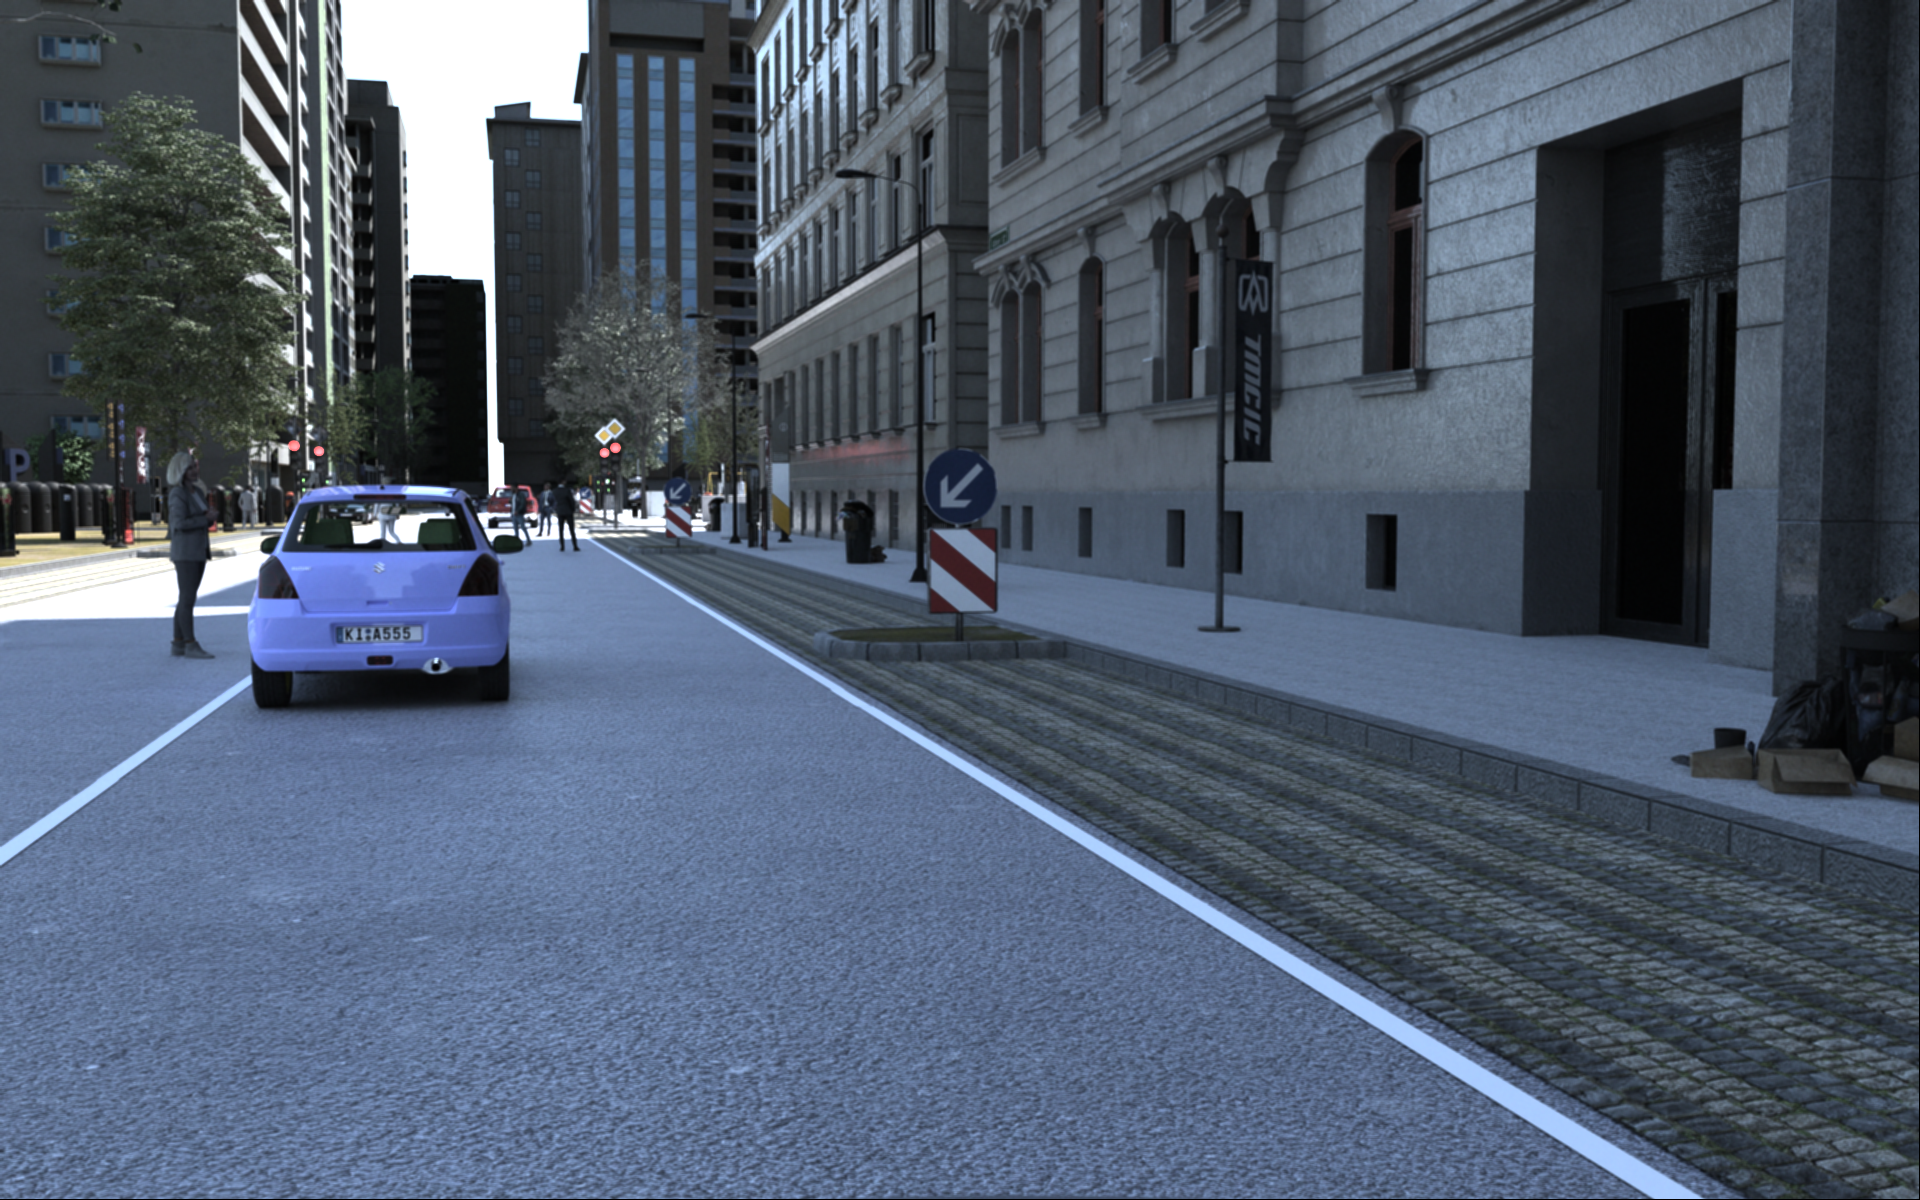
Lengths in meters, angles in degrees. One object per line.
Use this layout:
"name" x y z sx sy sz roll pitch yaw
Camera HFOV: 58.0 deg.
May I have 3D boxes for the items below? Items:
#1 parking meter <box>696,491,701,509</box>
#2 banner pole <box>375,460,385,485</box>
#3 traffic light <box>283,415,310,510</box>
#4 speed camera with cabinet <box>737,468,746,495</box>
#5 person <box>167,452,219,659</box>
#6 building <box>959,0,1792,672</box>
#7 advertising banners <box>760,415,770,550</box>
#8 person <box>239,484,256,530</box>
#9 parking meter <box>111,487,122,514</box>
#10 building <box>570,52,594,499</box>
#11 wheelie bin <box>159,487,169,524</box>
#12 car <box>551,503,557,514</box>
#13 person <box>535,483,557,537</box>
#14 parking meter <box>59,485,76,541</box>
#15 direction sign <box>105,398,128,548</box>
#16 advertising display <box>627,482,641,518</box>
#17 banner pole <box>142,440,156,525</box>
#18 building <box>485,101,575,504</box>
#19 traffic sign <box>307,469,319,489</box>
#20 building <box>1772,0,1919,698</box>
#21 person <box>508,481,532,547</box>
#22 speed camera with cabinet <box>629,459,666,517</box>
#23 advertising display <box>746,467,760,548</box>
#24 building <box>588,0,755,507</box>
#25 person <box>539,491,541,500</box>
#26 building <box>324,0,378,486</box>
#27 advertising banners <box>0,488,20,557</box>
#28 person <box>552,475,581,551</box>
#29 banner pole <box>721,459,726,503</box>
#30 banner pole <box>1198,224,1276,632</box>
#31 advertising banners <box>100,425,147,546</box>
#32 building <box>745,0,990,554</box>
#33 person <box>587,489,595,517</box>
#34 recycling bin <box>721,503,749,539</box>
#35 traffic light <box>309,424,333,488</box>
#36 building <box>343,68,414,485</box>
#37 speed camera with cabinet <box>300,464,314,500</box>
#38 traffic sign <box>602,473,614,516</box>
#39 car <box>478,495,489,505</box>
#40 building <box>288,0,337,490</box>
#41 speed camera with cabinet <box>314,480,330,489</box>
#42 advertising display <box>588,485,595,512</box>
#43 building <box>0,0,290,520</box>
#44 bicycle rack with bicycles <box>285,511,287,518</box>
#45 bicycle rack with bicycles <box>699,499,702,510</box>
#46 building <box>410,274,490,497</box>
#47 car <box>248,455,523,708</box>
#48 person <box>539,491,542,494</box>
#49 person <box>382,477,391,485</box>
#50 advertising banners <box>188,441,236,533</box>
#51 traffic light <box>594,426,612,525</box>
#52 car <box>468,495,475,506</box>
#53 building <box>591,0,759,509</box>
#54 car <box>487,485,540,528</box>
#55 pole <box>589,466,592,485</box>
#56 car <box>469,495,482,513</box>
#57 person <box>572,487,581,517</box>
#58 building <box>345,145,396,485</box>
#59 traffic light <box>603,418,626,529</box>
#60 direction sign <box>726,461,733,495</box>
"parking meter" -22.313 -8.529 147.853 0.372 1.533 0.369 0 3 0
"banner pole" -41.975 -8.274 125.291 0.863 3.779 0.401 0 4 -8
"traffic light" -23.461 -4.422 61.221 0.839 4.253 0.868 -1 4 -14
"speed camera with cabinet" -16.238 -8.358 130.996 0.660 3.252 2.038 2 4 33
"person" -6.740 -0.405 15.300 0.526 1.800 0.537 1 4 9
"building" 9.207 -14.440 23.481 14.401 28.519 23.554 -1 4 -14
"advertising banners" -4.456 -2.651 39.536 0.090 3.025 2.074 -1 4 -10
"person" -26.173 -3.355 63.632 0.678 1.792 0.850 0 4 -7
"parking meter" -28.293 -3.040 58.117 0.372 1.533 0.369 0 3 0
"building" -30.776 -37.773 206.825 28.713 52.752 27.495 -1 4 -14
"wheelie bin" -34.103 -4.100 74.943 0.980 1.594 0.693 -2 4 -28
"car" -29.100 -6.980 126.708 1.945 1.354 3.894 -1 4 -15
"person" -13.934 -3.034 58.292 0.721 1.800 0.419 1 4 9
"parking meter" -24.567 -2.400 47.651 0.372 1.533 0.369 0 3 0
"direction sign" -20.057 -3.010 41.205 0.379 3.537 0.876 0 4 -1
"advertising display" -17.745 -5.464 94.556 0.974 1.923 0.123 2 4 30
"banner pole" -33.157 -4.945 70.862 0.863 3.779 0.401 2 4 23
"building" -51.570 -39.954 242.485 27.495 52.752 28.713 -1 4 -14
"traffic sign" -31.496 -5.182 84.729 0.884 2.594 0.081 -1 4 -8
"building" 13.431 -11.258 2.095 12.078 24.808 19.932 -1 4 -14
"person" -12.054 -2.348 47.236 0.623 1.781 0.721 2 4 32
"speed camera with cabinet" -17.558 -6.293 97.219 2.038 3.252 0.660 -3 5 -41
"advertising display" -4.997 -2.239 41.821 0.123 1.923 0.974 0 4 6
"building" -27.167 -38.869 177.509 21.231 58.520 28.212 -1 4 -14
"person" -43.636 -10.425 179.744 0.721 1.735 1.217 0 4 5
"building" -61.209 -43.354 147.094 20.563 71.187 20.611 -1 4 -14
"advertising banners" -19.543 -2.346 34.543 0.090 3.025 2.074 0 4 8
"person" -9.950 -2.192 43.695 0.648 1.900 0.474 0 4 5
"banner pole" -16.726 -8.108 122.581 0.401 3.779 0.863 1 4 15
"banner pole" 2.632 -1.607 16.295 0.863 3.779 0.401 -2 4 -32
"advertising banners" -21.051 -2.906 43.701 0.090 3.025 2.074 0 4 5
"building" 3.236 -13.270 50.248 16.112 22.955 30.059 -1 4 -14
"person" -20.925 -5.427 98.231 0.512 1.701 0.522 1 4 12
"recycling bin" -6.339 -2.256 49.439 0.722 1.027 0.722 3 4 37
"traffic light" -25.450 -4.895 68.956 0.839 4.253 0.868 -1 4 -14
"building" -74.581 -35.148 198.375 21.600 48.544 21.300 -1 4 -14
"speed camera with cabinet" -42.794 -7.248 112.847 0.660 3.252 2.038 3 4 38
"traffic sign" -20.695 -6.250 102.188 0.884 2.594 0.081 -1 4 -12
"car" -54.615 -11.398 198.929 1.945 1.354 3.894 -1 4 -13
"building" -51.129 -26.589 118.325 14.154 41.232 14.086 -1 4 -14
"speed camera with cabinet" -40.041 -7.069 109.910 2.038 3.252 0.660 3 5 44
"advertising display" -26.011 -7.157 122.230 0.123 1.923 0.974 -2 4 -33
"building" -48.262 -28.655 92.206 21.300 48.544 21.600 -1 4 -14
"bicycle rack with bicycles" -33.960 -4.313 83.893 2.925 0.926 2.852 0 4 8
"bicycle rack with bicycles" -20.658 -7.809 141.063 2.852 0.926 2.925 0 4 -3
"building" -70.227 -28.090 230.977 14.107 30.474 14.160 -1 4 -14
"car" -4.286 -0.213 13.075 1.945 1.707 3.694 -1 4 -16
"person" -46.205 -11.163 191.035 1.348 1.821 0.705 0 4 -8
"person" -13.453 -1.984 40.813 0.818 1.842 0.514 2 4 30
"advertising banners" -24.915 -3.758 57.627 0.090 3.025 2.074 1 4 20
"traffic light" -14.739 -5.064 71.715 0.839 4.253 0.868 -1 4 -14
"car" -32.516 -6.147 112.508 2.014 1.417 4.499 -1 4 -15
"building" -25.536 -30.916 155.594 14.600 45.320 14.200 -1 4 -14
"car" -19.064 -3.994 73.979 2.281 1.827 5.304 -1 4 -13
"pole" -27.264 -8.190 127.746 0.158 3.312 0.155 0 3 0
"car" -37.746 -7.382 133.277 1.945 1.354 3.894 -1 4 -13
"person" -21.974 -5.534 99.075 0.850 1.850 0.679 2 4 27
"building" -72.610 -29.182 169.001 32.217 40.220 23.993 -1 4 -14
"traffic light" -12.751 -4.591 63.981 0.839 4.253 0.868 -1 4 -14
"direction sign" -15.460 -7.635 116.832 0.876 3.537 0.379 2 4 33
